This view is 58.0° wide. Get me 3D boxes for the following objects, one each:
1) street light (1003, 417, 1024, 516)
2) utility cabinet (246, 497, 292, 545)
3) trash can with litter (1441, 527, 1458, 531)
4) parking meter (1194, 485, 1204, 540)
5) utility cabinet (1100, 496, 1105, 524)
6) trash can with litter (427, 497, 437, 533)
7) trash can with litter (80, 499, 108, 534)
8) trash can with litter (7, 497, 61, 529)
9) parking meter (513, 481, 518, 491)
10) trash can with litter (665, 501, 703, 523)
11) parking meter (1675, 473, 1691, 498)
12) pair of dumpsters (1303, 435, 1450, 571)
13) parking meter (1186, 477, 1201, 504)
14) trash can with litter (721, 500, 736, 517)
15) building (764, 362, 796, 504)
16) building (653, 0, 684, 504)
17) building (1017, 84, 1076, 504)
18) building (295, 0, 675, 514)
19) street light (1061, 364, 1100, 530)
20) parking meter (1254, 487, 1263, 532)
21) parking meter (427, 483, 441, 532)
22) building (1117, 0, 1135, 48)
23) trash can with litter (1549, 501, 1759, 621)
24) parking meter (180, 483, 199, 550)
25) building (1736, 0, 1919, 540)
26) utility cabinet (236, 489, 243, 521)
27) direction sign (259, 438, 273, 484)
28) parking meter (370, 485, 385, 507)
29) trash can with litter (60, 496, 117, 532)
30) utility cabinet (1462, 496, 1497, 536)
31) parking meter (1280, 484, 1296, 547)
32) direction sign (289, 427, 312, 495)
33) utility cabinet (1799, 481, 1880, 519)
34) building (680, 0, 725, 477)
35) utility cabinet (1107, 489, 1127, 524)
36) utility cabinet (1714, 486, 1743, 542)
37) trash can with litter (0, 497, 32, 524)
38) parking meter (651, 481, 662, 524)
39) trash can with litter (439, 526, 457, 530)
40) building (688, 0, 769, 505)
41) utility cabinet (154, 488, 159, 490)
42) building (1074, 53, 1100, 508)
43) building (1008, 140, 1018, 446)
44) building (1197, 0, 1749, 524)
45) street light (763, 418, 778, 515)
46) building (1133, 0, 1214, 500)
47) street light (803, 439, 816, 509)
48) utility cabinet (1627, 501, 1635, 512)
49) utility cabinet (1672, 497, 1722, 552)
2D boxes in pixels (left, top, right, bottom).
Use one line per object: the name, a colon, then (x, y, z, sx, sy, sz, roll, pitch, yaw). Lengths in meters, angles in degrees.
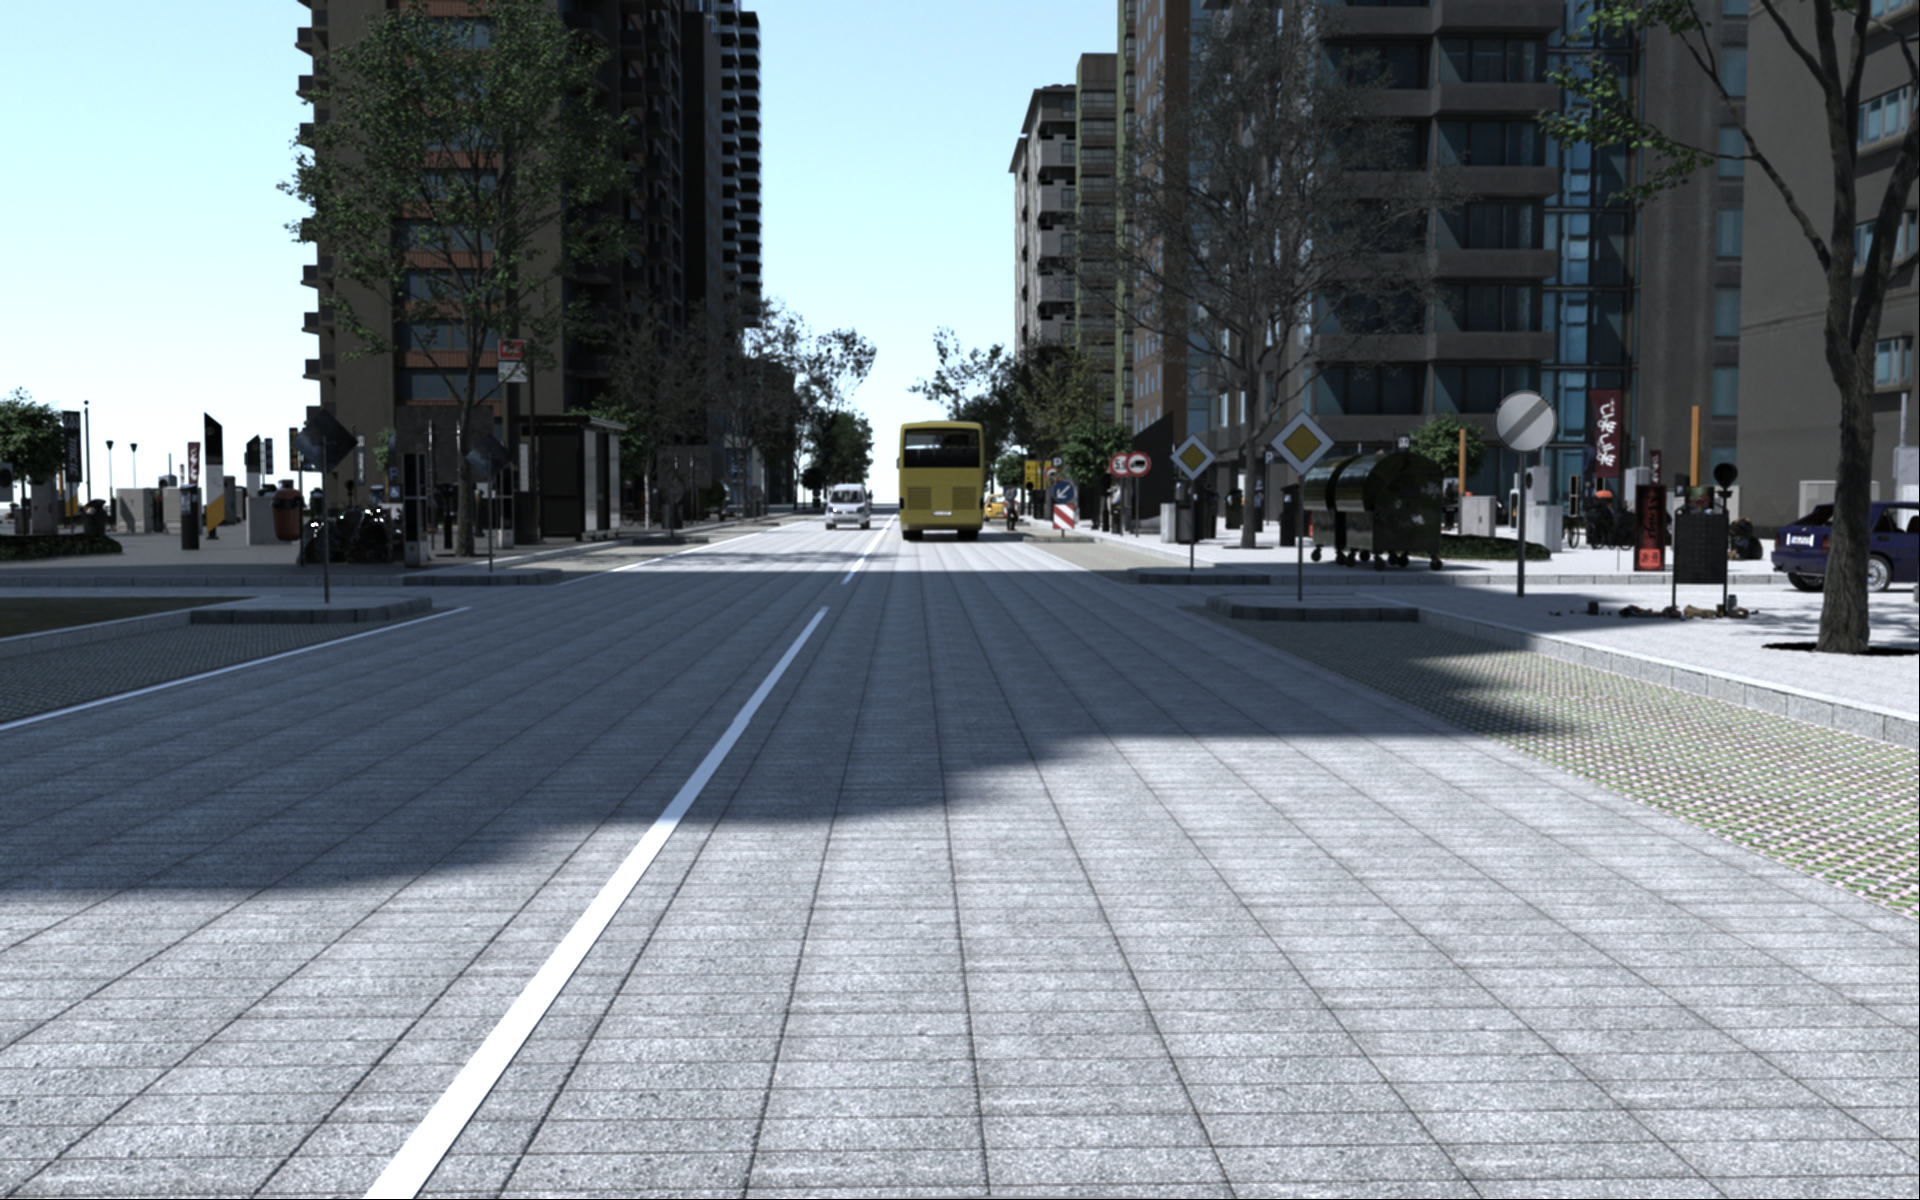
street light: (3.148, -8.009, 103.480, 1.470, 5.913, 1.316, 0, 4, -2)
utility cabinet: (-17.469, -1.994, 43.769, 1.020, 1.237, 0.306, -2, 4, -35)
trash can with litter: (16.666, -3.031, 60.618, 1.678, 1.210, 2.233, -1, 4, -18)
parking meter: (6.597, -2.431, 48.154, 0.372, 1.533, 0.369, 0, 3, 0)
utility cabinet: (6.153, -3.931, 75.429, 0.306, 1.237, 1.020, 0, 4, 5)
trash can with litter: (-17.449, -2.796, 57.103, 0.624, 1.170, 1.055, -2, 4, -28)
trash can with litter: (-21.128, -1.863, 41.853, 1.055, 1.170, 0.624, 2, 4, 23)
trash can with litter: (-33.818, -3.268, 64.495, 2.233, 1.210, 1.678, 1, 4, 12)
parking meter: (-20.055, -4.416, 77.917, 0.399, 1.863, 0.255, -2, 4, -32)
trash can with litter: (-12.558, -4.033, 76.994, 2.233, 1.210, 1.678, 1, 4, 17)
parking meter: (19.976, -2.578, 47.865, 0.255, 1.863, 0.399, -2, 4, -29)
pair of dumpsters: (7.325, -1.726, 30.710, 1.574, 2.255, 4.437, 0, 4, -1)
parking meter: (7.331, -2.954, 54.015, 0.255, 1.863, 0.399, -1, 4, -12)
trash can with litter: (-12.952, -5.167, 95.871, 1.055, 1.170, 0.624, -3, 4, -36)
building: (-37.559, -24.156, 239.986, 27.650, 21.520, 28.899, 0, 4, -2)
building: (-31.371, -42.977, 140.933, 20.563, 71.187, 20.611, 0, 4, -2)
building: (22.882, -38.652, 221.196, 28.713, 52.752, 27.495, 0, 4, -2)
building: (-31.470, -28.261, 116.687, 22.147, 44.769, 28.867, 0, 4, -2)
street light: (4.319, -5.479, 62.121, 1.470, 5.913, 1.316, 0, 4, -2)
parking meter: (9.962, -3.033, 57.995, 0.372, 1.533, 0.369, 0, 3, 0)
parking meter: (-18.014, -3.264, 59.082, 0.255, 1.863, 0.399, 0, 4, 8)
building: (18.188, -27.073, 126.231, 14.154, 41.232, 14.086, 0, 4, -2)
trash can with litter: (7.382, -0.442, 18.293, 2.233, 1.210, 1.678, 1, 4, 13)
parking meter: (-17.791, -1.932, 39.997, 0.372, 1.533, 0.369, 0, 3, 0)
building: (33.325, -25.784, 45.267, 21.600, 48.544, 21.300, 0, 4, -2)
utility cabinet: (-33.664, -4.346, 79.734, 1.173, 1.500, 0.318, -1, 4, -20)
direction sign: (-28.136, -4.769, 69.975, 0.876, 3.537, 0.379, 1, 4, 11)
parking meter: (-15.951, -2.387, 47.437, 0.372, 1.533, 0.369, 0, 3, 0)
trash can with litter: (-29.313, -2.960, 59.453, 1.678, 1.210, 2.233, 0, 4, 6)
utility cabinet: (14.917, -2.365, 49.825, 0.306, 1.237, 1.020, -2, 4, -33)
parking meter: (8.003, -2.071, 42.265, 0.372, 1.533, 0.369, 0, 3, 0)
direction sign: (-22.363, -4.085, 58.783, 0.876, 3.537, 0.379, 1, 4, 17)
utility cabinet: (14.643, -1.235, 28.866, 1.173, 1.500, 0.318, 0, 4, 3)
building: (-29.458, -31.138, 159.209, 14.600, 45.320, 14.200, 0, 4, -2)
utility cabinet: (6.665, -3.988, 73.889, 0.318, 1.500, 1.173, -2, 4, -34)
utility cabinet: (20.215, -2.297, 46.227, 1.173, 1.500, 0.318, 3, 5, 41)
trash can with litter: (-41.085, -3.940, 75.485, 2.233, 1.210, 1.678, -2, 4, -34)
parking meter: (-13.222, -4.266, 75.462, 0.399, 1.863, 0.255, 1, 4, 11)
trash can with litter: (-18.973, -3.076, 61.348, 2.233, 1.210, 1.678, -1, 4, -15)
building: (-34.023, -54.758, 207.971, 22.319, 86.520, 31.000, 0, 4, -2)
utility cabinet: (-29.233, -3.297, 62.584, 0.318, 1.500, 1.173, 3, 4, 36)
building: (17.801, -29.422, 164.636, 14.154, 41.232, 14.086, 0, 4, -2)
building: (21.981, -40.388, 249.579, 28.713, 52.752, 27.495, 0, 4, -2)
building: (24.584, -28.646, 87.968, 23.786, 49.044, 30.456, 0, 4, -2)
street light: (-11.281, -8.096, 104.907, 1.470, 5.913, 1.316, 0, 4, -2)
building: (19.032, -28.234, 111.731, 14.600, 45.320, 14.200, 0, 4, -2)
street light: (-12.584, -10.600, 145.849, 1.470, 5.913, 1.316, 0, 4, -2)
utility cabinet: (26.211, -3.434, 67.311, 0.306, 1.237, 1.020, 0, 4, 4)
utility cabinet: (16.127, -1.638, 37.937, 0.306, 1.237, 1.020, -2, 4, -32)
